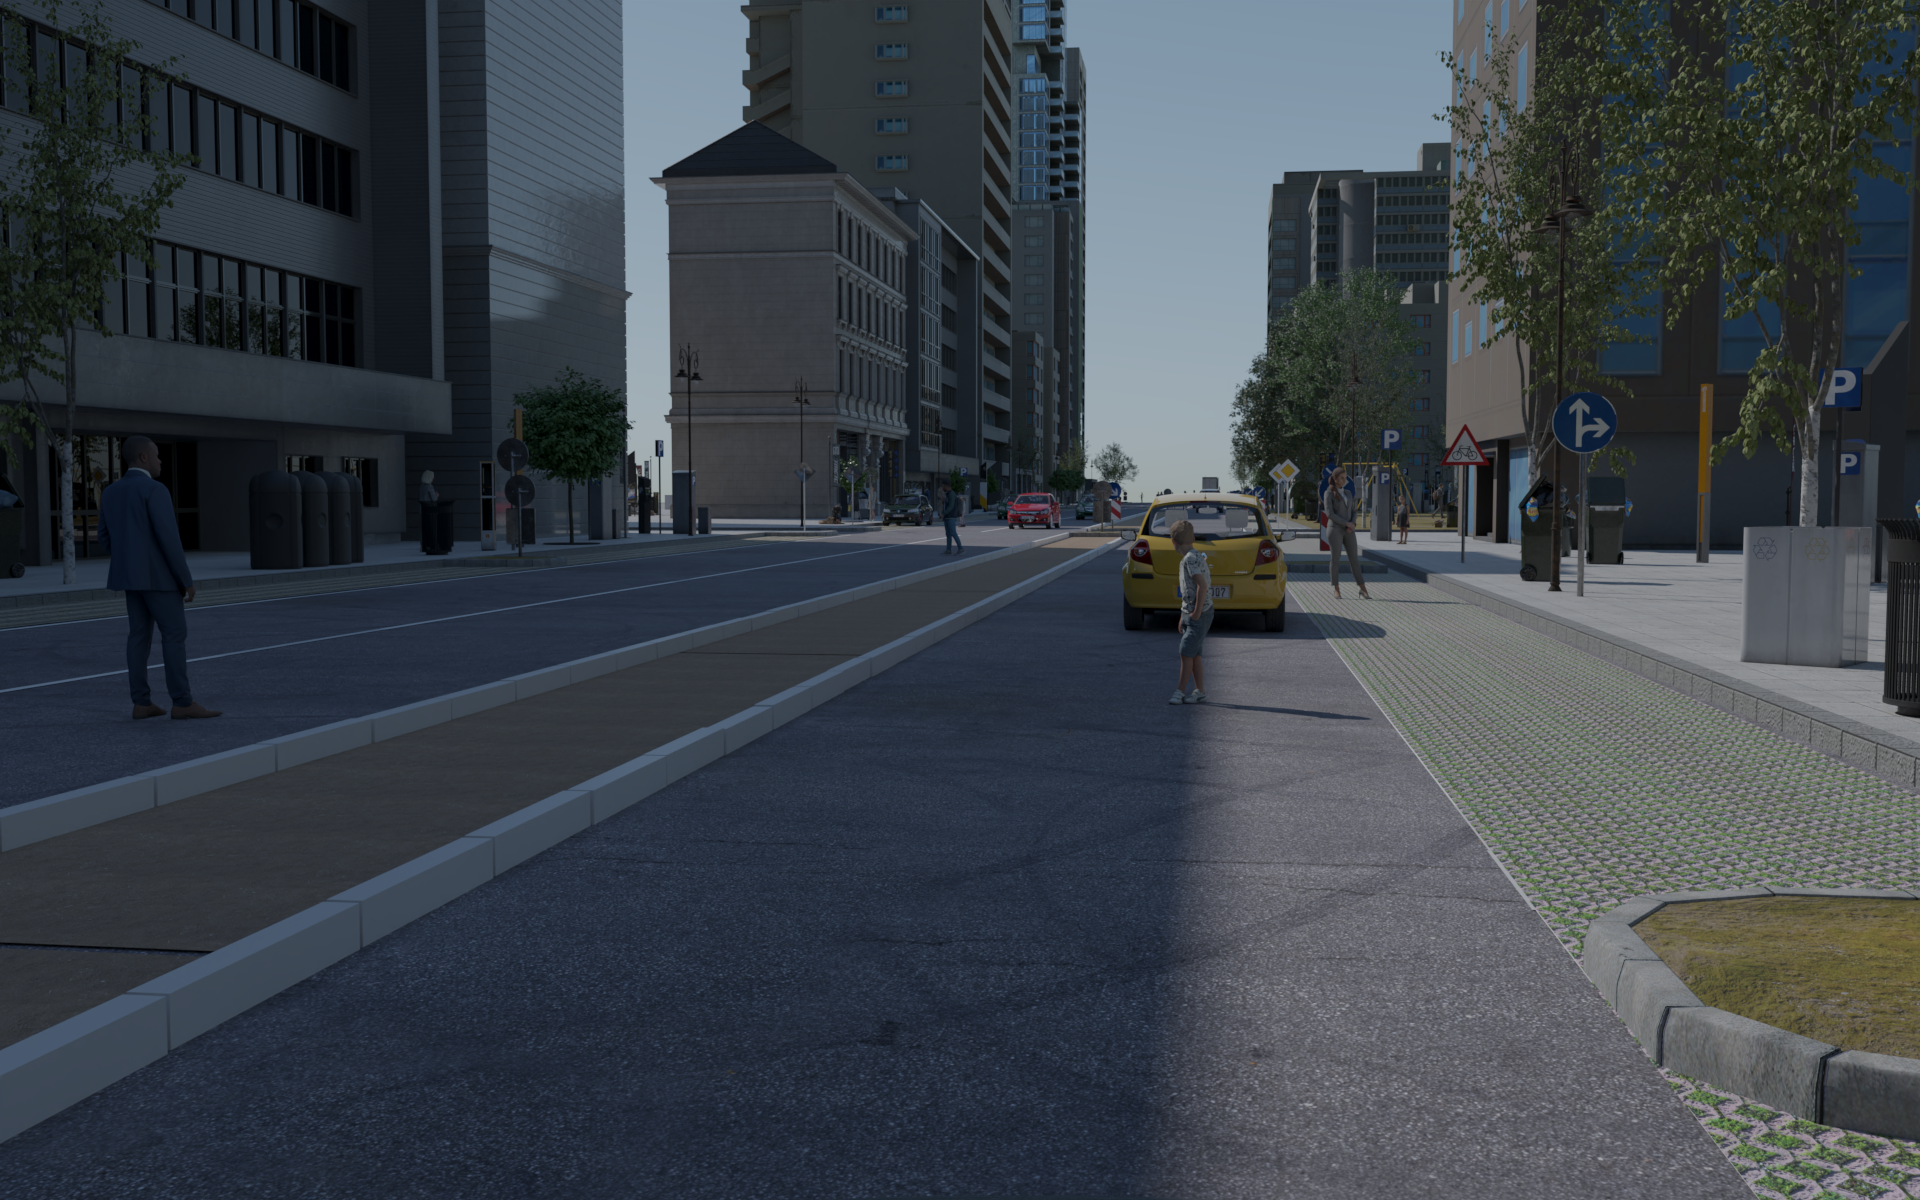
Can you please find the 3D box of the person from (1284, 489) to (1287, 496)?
[{"bbox_3d":[28.582,-8.875,151.701,0.434,1.755,0.990,2,4,29],"label":"person"}]

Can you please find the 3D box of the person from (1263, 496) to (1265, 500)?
[{"bbox_3d":[40.854,-13.819,232.696,0.721,1.735,1.217,-2,4,-34],"label":"person"}]

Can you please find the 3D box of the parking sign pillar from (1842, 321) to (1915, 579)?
[{"bbox_3d":[14.118,-2.341,26.754,1.447,3.967,1.447,-3,5,-40],"label":"parking sign pillar"}]

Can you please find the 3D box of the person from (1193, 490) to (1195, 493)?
[{"bbox_3d":[22.748,-9.780,168.388,1.348,1.826,0.705,-3,5,-44],"label":"person"}]

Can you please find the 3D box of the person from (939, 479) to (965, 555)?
[{"bbox_3d":[-0.235,-1.939,40.558,0.721,1.781,0.623,-1,4,-20],"label":"person"}]

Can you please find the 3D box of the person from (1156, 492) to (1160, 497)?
[{"bbox_3d":[23.462,-11.969,205.109,0.541,1.710,0.530,-1,4,-13],"label":"person"}]

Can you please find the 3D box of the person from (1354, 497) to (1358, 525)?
[{"bbox_3d":[16.103,-3.735,71.353,0.590,1.304,0.306,0,4,-2],"label":"person"}]

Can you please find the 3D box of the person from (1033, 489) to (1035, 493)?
[{"bbox_3d":[6.856,-9.293,158.714,0.721,1.736,1.217,2,4,34],"label":"person"}]

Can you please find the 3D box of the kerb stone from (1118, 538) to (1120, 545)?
[{"bbox_3d":[4.243,-1.544,47.557,0.120,0.150,1.000,1,4,8],"label":"kerb stone"}]

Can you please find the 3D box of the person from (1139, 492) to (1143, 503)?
[{"bbox_3d":[30.591,-17.299,292.013,0.721,1.739,1.217,-2,4,-29],"label":"person"}]

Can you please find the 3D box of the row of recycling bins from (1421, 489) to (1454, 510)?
[{"bbox_3d":[37.251,-7.897,136.223,1.069,1.692,3.534,-3,5,-40],"label":"row of recycling bins"}]

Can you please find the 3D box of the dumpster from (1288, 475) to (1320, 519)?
[{"bbox_3d":[17.481,-5.232,88.033,1.502,2.255,1.985,1,4,8],"label":"dumpster"}]

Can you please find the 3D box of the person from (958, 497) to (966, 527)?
[{"bbox_3d":[0.089,-3.800,74.913,0.394,1.301,0.425,-1,4,-16],"label":"person"}]

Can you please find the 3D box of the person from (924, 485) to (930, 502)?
[{"bbox_3d":[-1.986,-5.855,101.956,0.419,1.800,0.721,-2,4,-23],"label":"person"}]

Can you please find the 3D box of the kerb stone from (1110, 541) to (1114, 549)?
[{"bbox_3d":[3.791,-1.365,44.508,0.120,0.150,1.000,1,4,8],"label":"kerb stone"}]

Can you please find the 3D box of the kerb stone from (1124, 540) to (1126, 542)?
[{"bbox_3d":[4.692,-1.737,50.601,0.120,0.150,1.000,1,4,8],"label":"kerb stone"}]

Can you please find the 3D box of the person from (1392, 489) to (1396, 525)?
[{"bbox_3d":[17.955,-4.033,72.407,0.576,1.772,0.534,2,4,28],"label":"person"}]

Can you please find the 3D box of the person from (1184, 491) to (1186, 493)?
[{"bbox_3d":[19.697,-8.730,151.925,1.217,1.739,0.721,2,4,25],"label":"person"}]

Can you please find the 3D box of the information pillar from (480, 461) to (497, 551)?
[{"bbox_3d":[-10.672,-2.121,39.173,0.304,2.012,0.304,0,4,-7],"label":"information pillar"}]

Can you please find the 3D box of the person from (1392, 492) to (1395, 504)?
[{"bbox_3d":[16.702,-3.775,67.864,0.635,1.810,0.391,-2,4,-24],"label":"person"}]

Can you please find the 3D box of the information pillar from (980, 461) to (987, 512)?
[{"bbox_3d":[1.662,-7.973,121.706,0.504,3.616,0.183,0,4,5],"label":"information pillar"}]

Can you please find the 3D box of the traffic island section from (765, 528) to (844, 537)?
[{"bbox_3d":[-5.358,-2.267,59.354,2.009,0.180,2.903,1,4,8],"label":"traffic island section"}]

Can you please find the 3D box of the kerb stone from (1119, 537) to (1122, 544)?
[{"bbox_3d":[4.397,-1.613,48.567,0.120,0.150,1.000,1,4,8],"label":"kerb stone"}]

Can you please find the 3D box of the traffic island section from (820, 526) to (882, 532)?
[{"bbox_3d":[-4.197,-2.751,67.254,2.009,0.180,2.903,1,4,8],"label":"traffic island section"}]

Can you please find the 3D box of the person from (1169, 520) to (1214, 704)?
[{"bbox_3d":[1.572,0.082,11.839,0.352,1.250,0.332,3,4,36],"label":"person"}]

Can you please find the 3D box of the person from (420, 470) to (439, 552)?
[{"bbox_3d":[-11.666,-1.954,38.177,0.526,1.800,0.537,-3,4,-36],"label":"person"}]

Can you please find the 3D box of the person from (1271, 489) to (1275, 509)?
[{"bbox_3d":[27.056,-8.712,149.215,0.721,1.736,1.217,0,4,4],"label":"person"}]

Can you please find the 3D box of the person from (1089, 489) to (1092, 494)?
[{"bbox_3d":[9.304,-7.013,123.518,0.624,1.780,0.694,-1,4,-16],"label":"person"}]

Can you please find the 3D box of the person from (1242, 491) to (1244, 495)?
[{"bbox_3d":[43.727,-15.896,266.678,1.217,1.736,0.721,0,4,-6],"label":"person"}]

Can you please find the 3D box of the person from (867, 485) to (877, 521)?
[{"bbox_3d":[-4.132,-4.570,81.766,0.512,1.701,0.522,3,4,39],"label":"person"}]

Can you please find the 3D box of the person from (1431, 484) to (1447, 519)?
[{"bbox_3d":[24.966,-5.150,90.205,0.822,1.834,0.622,1,4,9],"label":"person"}]

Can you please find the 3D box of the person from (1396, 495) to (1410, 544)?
[{"bbox_3d":[11.289,-2.045,44.145,0.373,1.253,0.362,-3,4,-37],"label":"person"}]

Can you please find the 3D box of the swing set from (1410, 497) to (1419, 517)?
[{"bbox_3d":[23.731,-6.053,96.578,2.862,2.851,3.119,0,4,-4],"label":"swing set"}]

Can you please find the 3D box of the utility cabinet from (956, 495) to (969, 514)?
[{"bbox_3d":[0.038,-6.102,110.932,1.020,1.237,0.306,-2,4,-26],"label":"utility cabinet"}]

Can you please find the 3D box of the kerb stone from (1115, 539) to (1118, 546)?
[{"bbox_3d":[4.098,-1.485,46.541,0.120,0.150,1.000,1,4,8],"label":"kerb stone"}]

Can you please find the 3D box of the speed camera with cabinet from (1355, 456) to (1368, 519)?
[{"bbox_3d":[21.645,-5.891,90.647,2.038,3.252,0.660,2,4,24],"label":"speed camera with cabinet"}]

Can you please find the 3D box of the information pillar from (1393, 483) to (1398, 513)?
[{"bbox_3d":[29.988,-7.036,119.537,0.304,2.012,0.304,-1,4,-8],"label":"information pillar"}]

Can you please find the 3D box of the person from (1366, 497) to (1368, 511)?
[{"bbox_3d":[30.653,-7.617,130.929,0.599,1.781,0.374,-3,5,-43],"label":"person"}]

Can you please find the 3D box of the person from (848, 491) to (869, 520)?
[{"bbox_3d":[-5.022,-4.844,85.453,0.699,1.804,1.509,-1,4,-20],"label":"person"}]

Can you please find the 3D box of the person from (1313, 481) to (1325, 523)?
[{"bbox_3d":[15.968,-4.296,76.197,0.836,1.842,0.656,1,4,12],"label":"person"}]

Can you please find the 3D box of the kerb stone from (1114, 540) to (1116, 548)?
[{"bbox_3d":[3.943,-1.427,45.525,0.120,0.150,1.000,1,4,8],"label":"kerb stone"}]

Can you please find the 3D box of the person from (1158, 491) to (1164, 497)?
[{"bbox_3d":[22.757,-11.424,196.016,1.217,1.736,0.721,2,4,31],"label":"person"}]

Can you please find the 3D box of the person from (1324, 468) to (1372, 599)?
[{"bbox_3d":[5.255,-0.899,23.465,0.520,1.790,0.573,-3,5,-45],"label":"person"}]

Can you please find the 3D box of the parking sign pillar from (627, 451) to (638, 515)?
[{"bbox_3d":[-20.780,-7.303,107.878,1.447,3.967,1.447,1,4,16],"label":"parking sign pillar"}]

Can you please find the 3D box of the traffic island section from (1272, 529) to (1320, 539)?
[{"bbox_3d":[10.809,-2.122,56.982,2.009,0.180,2.903,1,4,8],"label":"traffic island section"}]

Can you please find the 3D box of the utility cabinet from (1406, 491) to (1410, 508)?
[{"bbox_3d":[35.162,-7.766,135.652,0.318,1.500,1.173,1,4,22],"label":"utility cabinet"}]

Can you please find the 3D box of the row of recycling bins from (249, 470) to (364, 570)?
[{"bbox_3d":[-11.611,-1.462,31.014,1.069,1.692,3.534,0,4,3],"label":"row of recycling bins"}]

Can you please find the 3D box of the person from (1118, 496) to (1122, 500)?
[{"bbox_3d":[20.867,-13.183,227.271,0.697,1.427,0.421,0,4,4],"label":"person"}]

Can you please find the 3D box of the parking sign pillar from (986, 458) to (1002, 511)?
[{"bbox_3d":[2.501,-8.615,129.334,1.447,3.967,1.447,-2,4,-35],"label":"parking sign pillar"}]

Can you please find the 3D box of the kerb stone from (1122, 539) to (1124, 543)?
[{"bbox_3d":[4.530,-1.671,49.589,0.120,0.150,1.000,1,4,8],"label":"kerb stone"}]

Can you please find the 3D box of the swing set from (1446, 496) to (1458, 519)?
[{"bbox_3d":[26.198,-5.496,87.473,2.862,2.851,3.119,1,4,10],"label":"swing set"}]

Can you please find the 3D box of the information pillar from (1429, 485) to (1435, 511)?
[{"bbox_3d":[35.128,-7.613,128.965,0.304,2.012,0.304,-1,4,-20],"label":"information pillar"}]

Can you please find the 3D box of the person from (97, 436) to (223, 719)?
[{"bbox_3d":[-5.156,-0.144,11.045,0.721,1.800,0.419,1,4,17],"label":"person"}]

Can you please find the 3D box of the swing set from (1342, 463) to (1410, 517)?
[{"bbox_3d":[20.528,-5.495,87.470,3.119,2.851,2.862,3,4,38],"label":"swing set"}]

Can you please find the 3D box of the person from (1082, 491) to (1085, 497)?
[{"bbox_3d":[17.716,-14.607,245.585,0.721,1.735,1.217,3,5,42],"label":"person"}]

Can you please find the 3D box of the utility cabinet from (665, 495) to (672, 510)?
[{"bbox_3d":[-23.940,-8.075,143.183,1.020,1.237,0.306,2,4,33],"label":"utility cabinet"}]
